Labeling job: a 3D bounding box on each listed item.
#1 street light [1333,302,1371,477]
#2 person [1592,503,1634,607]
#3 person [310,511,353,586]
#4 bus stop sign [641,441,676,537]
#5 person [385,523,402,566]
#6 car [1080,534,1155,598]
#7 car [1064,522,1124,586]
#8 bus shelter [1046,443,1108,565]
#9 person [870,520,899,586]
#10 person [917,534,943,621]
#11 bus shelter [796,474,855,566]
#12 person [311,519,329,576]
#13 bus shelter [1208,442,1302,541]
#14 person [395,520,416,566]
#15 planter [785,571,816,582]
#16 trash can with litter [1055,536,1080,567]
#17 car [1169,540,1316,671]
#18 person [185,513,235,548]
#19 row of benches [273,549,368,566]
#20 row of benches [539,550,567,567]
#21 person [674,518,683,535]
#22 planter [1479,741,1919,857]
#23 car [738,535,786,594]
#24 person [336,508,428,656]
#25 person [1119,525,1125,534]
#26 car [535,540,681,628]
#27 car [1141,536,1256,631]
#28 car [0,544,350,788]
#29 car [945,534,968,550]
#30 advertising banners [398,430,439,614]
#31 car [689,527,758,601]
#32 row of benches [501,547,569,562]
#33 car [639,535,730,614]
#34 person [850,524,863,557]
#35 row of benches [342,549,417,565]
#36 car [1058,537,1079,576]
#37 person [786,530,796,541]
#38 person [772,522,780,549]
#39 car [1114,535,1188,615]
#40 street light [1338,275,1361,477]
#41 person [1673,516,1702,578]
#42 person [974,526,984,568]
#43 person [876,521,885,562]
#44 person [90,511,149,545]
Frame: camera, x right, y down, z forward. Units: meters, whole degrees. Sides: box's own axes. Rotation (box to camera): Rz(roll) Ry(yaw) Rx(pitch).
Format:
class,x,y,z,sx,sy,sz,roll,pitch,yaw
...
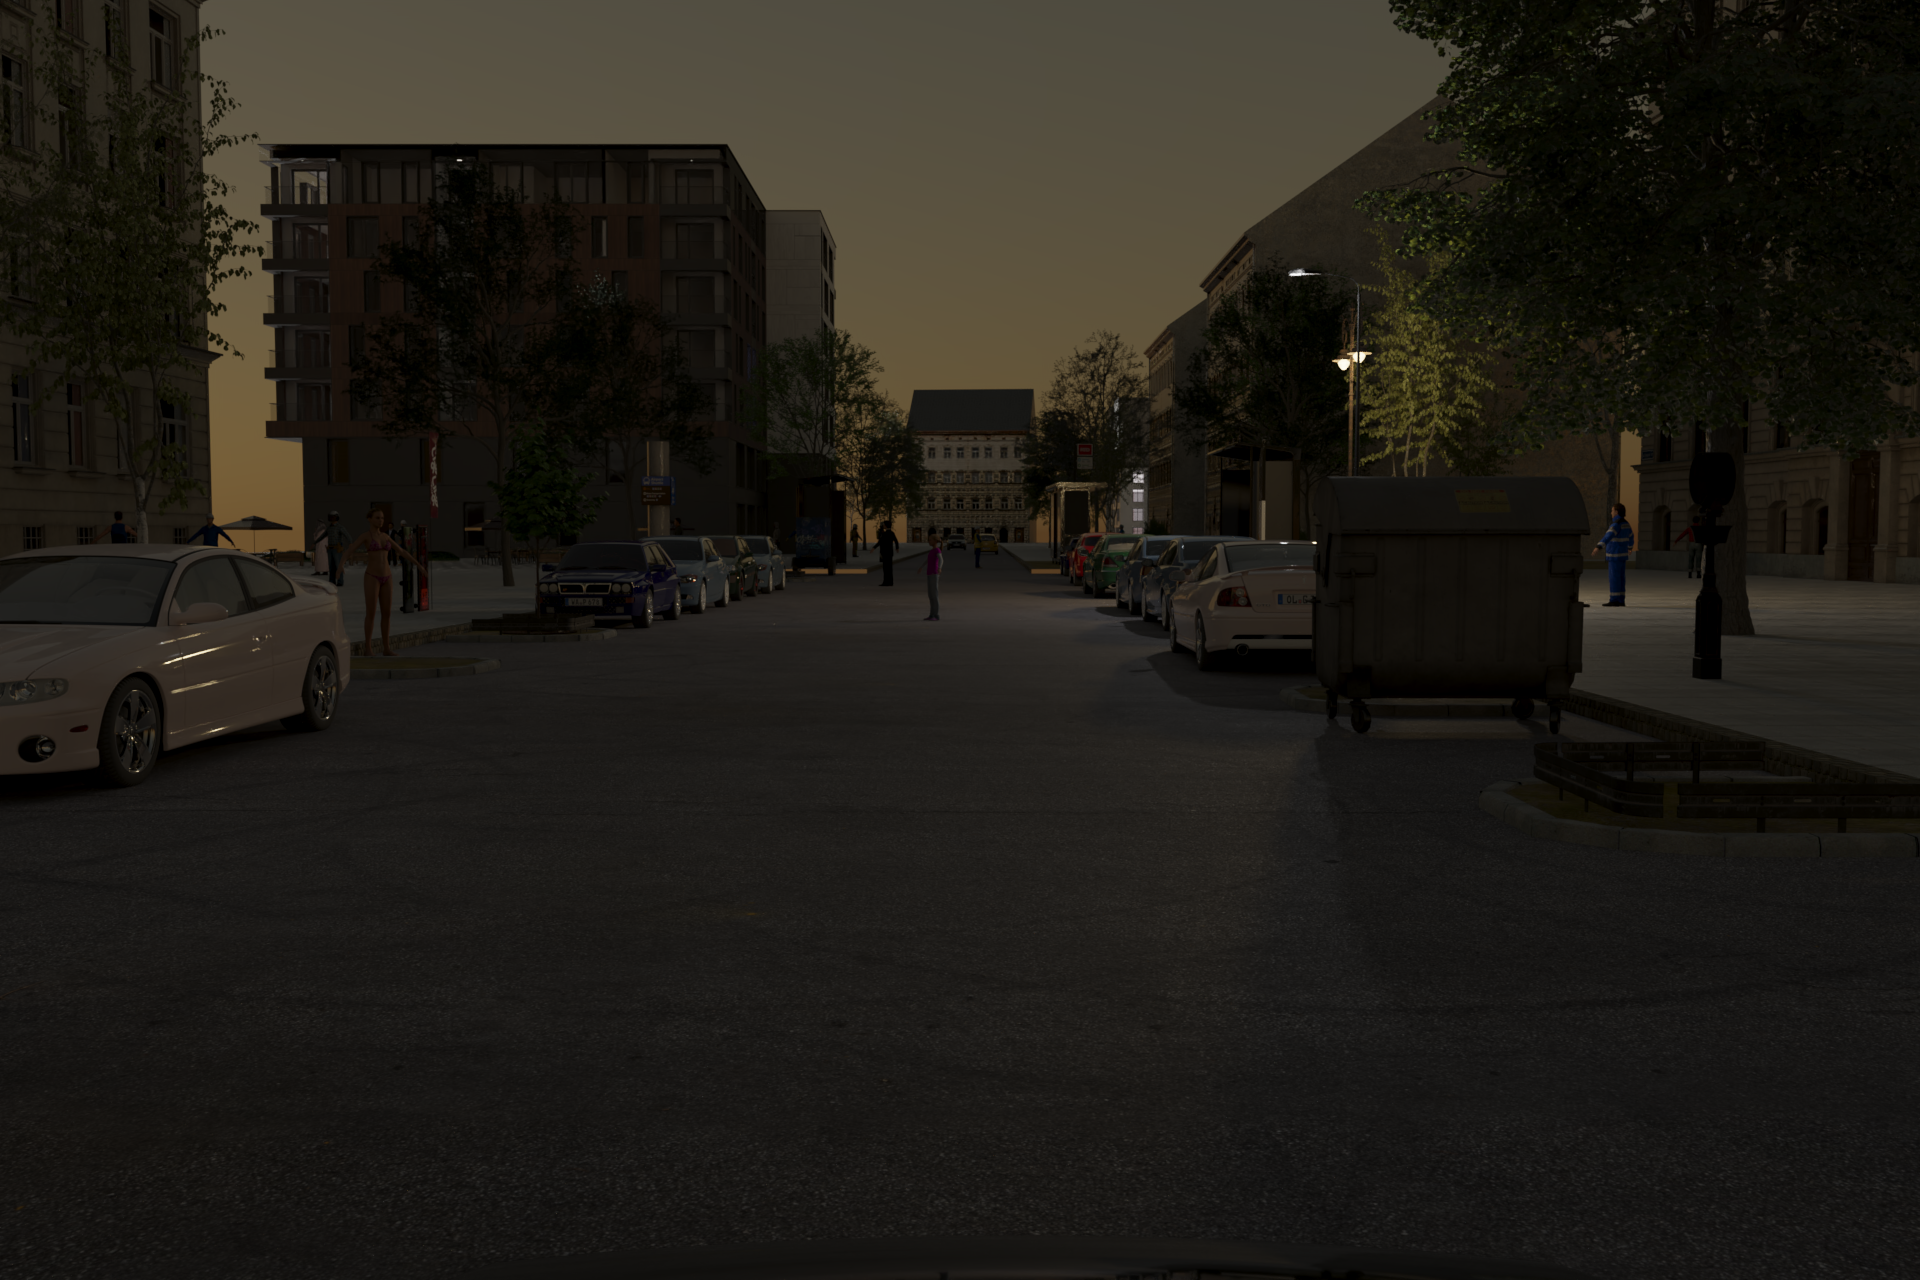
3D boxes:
class,x,y,z,sx,sy,sz,roll,pitch,yaw
street light,7.820,-3.786,34.693,0.468,5.910,1.993,0,4,1
person,11.594,-1.507,30.611,1.345,1.831,0.704,-3,5,-43
person,-15.359,-2.242,42.490,1.345,1.849,0.704,2,4,24
bus stop sign,-8.602,-3.696,49.445,0.837,3.901,0.837,0,3,0
person,-22.639,-3.800,68.852,1.216,1.740,0.721,0,4,2
car,3.881,-1.731,40.100,2.131,1.459,4.920,0,4,0
car,4.041,-2.442,48.975,2.155,1.783,4.494,0,4,1
bus shelter,4.855,-5.904,74.155,2.179,5.291,8.768,0,4,-1
person,-2.012,-2.380,47.553,0.705,1.806,1.347,2,4,31
person,-0.496,-1.035,28.647,0.599,1.433,0.991,-1,4,-21
bus shelter,-5.428,-4.852,70.619,1.731,3.624,6.357,0,4,2
person,-19.821,-2.874,53.696,0.621,1.740,0.551,-1,4,-21
bus shelter,7.976,-3.423,47.243,1.731,3.624,6.357,0,4,1
person,-22.600,-3.944,70.342,0.705,1.847,1.347,3,5,41
planter,-5.415,-1.925,52.609,1.991,0.319,1.994,0,4,2
trash can with litter,4.589,-3.428,67.113,1.678,1.210,2.233,0,4,-1
car,3.443,-0.433,19.444,2.083,1.381,4.827,0,4,1
person,-20.238,-2.500,46.763,1.347,1.842,0.705,0,4,-6
row of benches,-25.426,-3.320,69.752,4.104,0.672,1.422,-2,4,-28
row of benches,-14.356,-3.096,66.077,4.104,0.672,1.422,1,4,20
person,-9.397,-3.151,57.581,0.705,1.821,1.348,0,4,-3
planter,3.705,0.763,8.669,1.991,0.319,1.994,0,4,0
car,-5.364,-1.894,42.973,2.014,1.417,4.499,0,4,1
person,-6.734,-0.667,20.160,0.721,1.733,1.217,3,4,37
person,8.977,-5.539,96.693,0.704,1.817,1.347,-1,4,-14
car,-5.561,-0.918,27.598,1.945,1.354,3.894,0,4,1
car,3.862,-0.907,26.834,2.014,1.417,4.499,0,4,0
car,-5.570,0.065,11.300,2.083,1.381,4.827,0,4,1
car,-0.287,-8.781,153.358,2.009,1.686,4.222,0,4,0
advertising banners,-8.958,-1.994,28.784,0.090,3.025,2.074,0,4,1
car,-5.501,-1.740,38.236,2.009,1.686,4.222,0,4,0
row of benches,-19.858,-4.034,81.424,1.422,0.672,4.104,3,4,37
car,-5.441,-1.262,32.638,2.014,1.417,4.499,0,4,1
person,-5.787,-5.509,95.839,0.705,1.858,1.354,-2,4,-29
row of benches,-24.322,-3.511,72.872,4.104,0.672,1.422,1,4,16
car,4.377,-2.890,59.831,1.945,1.354,3.894,0,4,1
person,-8.170,-5.022,88.076,1.349,1.833,0.705,-1,4,-15
person,-8.198,-4.344,77.157,0.705,1.813,1.348,-1,4,-16
car,3.884,-1.221,31.973,2.014,1.417,4.499,0,4,0
street light,7.520,-3.539,30.402,1.470,5.913,1.316,0,4,1
person,21.305,-2.693,50.140,1.345,1.816,0.704,3,5,40
person,0.830,-3.891,72.541,0.721,1.772,1.216,-1,4,-10
person,-3.505,-4.461,78.715,0.705,1.856,1.354,-1,4,-18
person,-19.219,-2.046,39.613,1.345,1.807,0.704,-1,4,-19
